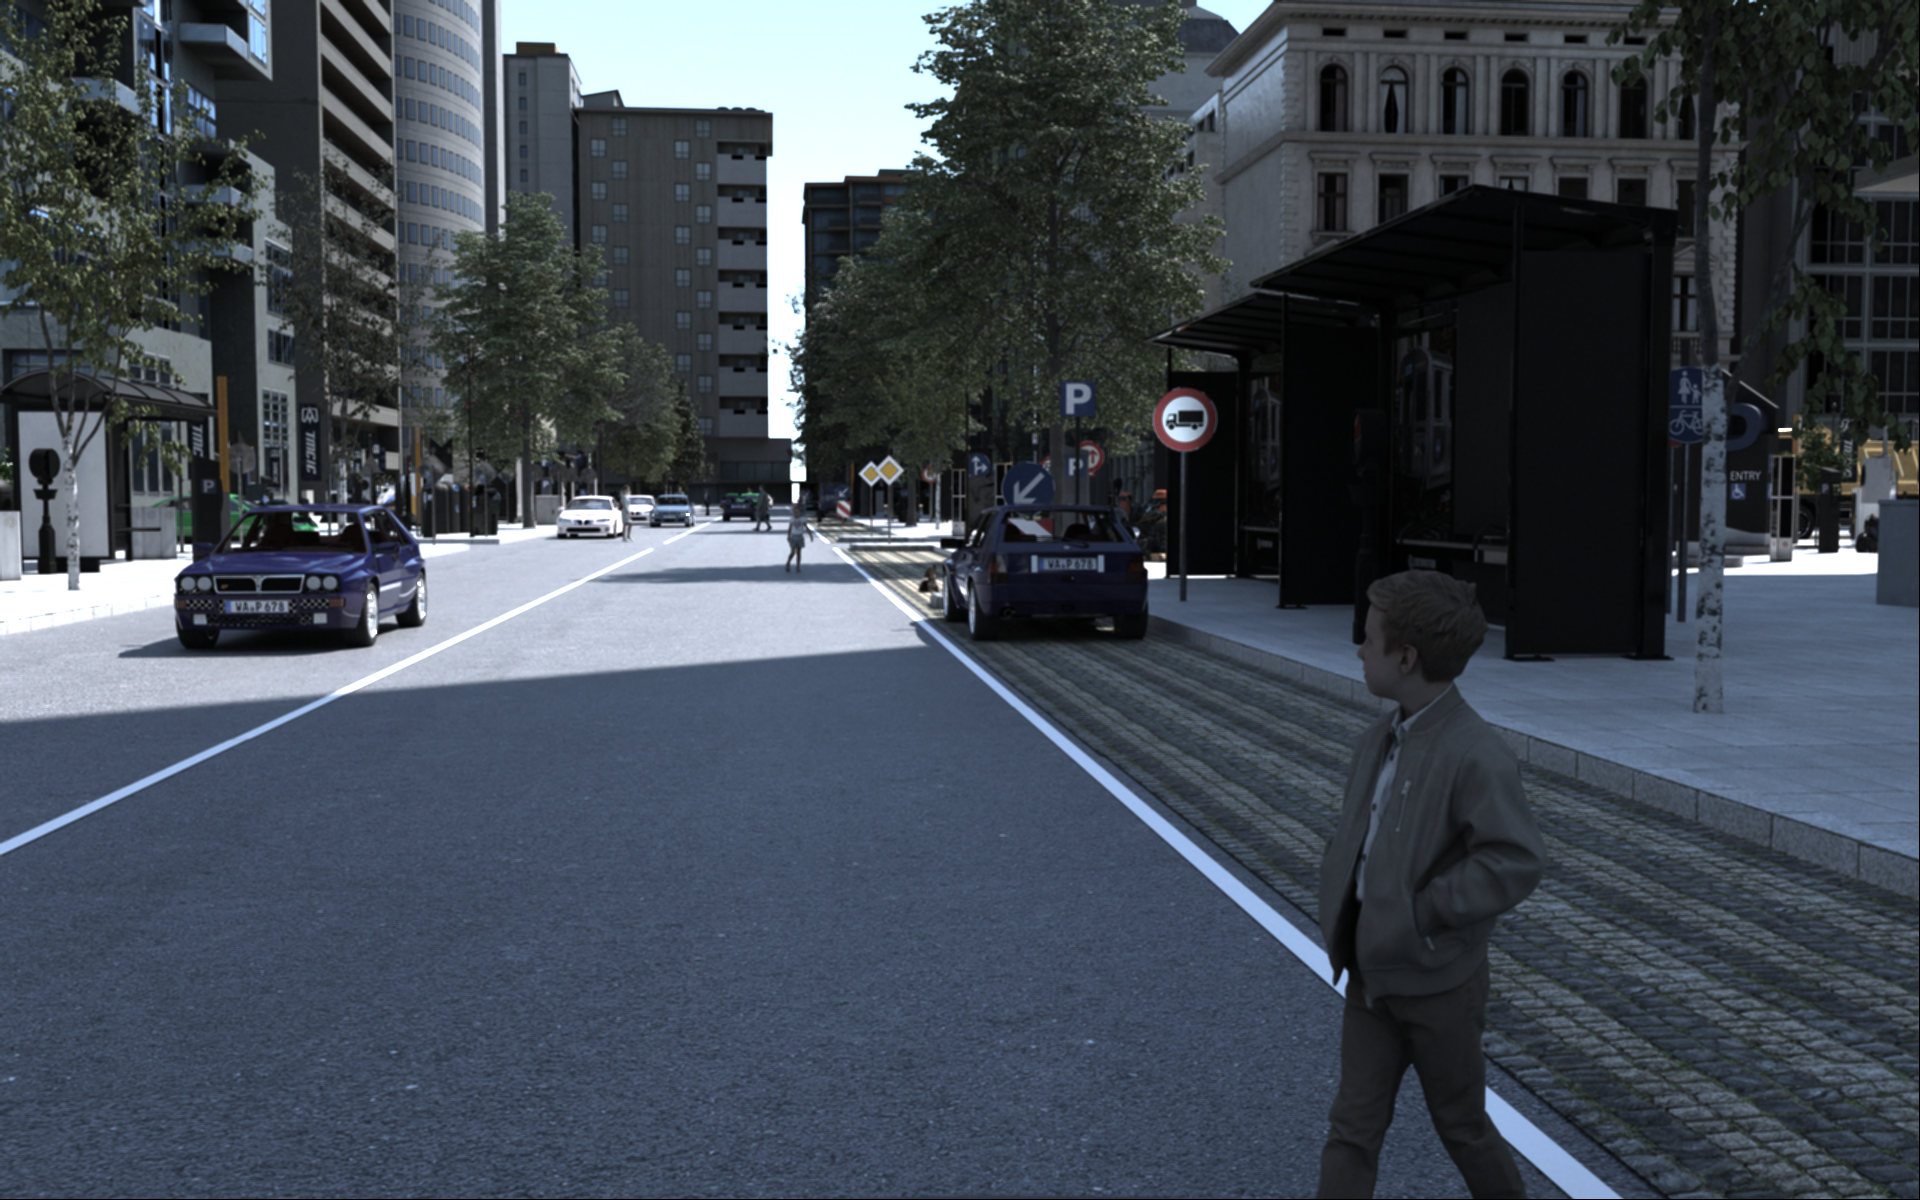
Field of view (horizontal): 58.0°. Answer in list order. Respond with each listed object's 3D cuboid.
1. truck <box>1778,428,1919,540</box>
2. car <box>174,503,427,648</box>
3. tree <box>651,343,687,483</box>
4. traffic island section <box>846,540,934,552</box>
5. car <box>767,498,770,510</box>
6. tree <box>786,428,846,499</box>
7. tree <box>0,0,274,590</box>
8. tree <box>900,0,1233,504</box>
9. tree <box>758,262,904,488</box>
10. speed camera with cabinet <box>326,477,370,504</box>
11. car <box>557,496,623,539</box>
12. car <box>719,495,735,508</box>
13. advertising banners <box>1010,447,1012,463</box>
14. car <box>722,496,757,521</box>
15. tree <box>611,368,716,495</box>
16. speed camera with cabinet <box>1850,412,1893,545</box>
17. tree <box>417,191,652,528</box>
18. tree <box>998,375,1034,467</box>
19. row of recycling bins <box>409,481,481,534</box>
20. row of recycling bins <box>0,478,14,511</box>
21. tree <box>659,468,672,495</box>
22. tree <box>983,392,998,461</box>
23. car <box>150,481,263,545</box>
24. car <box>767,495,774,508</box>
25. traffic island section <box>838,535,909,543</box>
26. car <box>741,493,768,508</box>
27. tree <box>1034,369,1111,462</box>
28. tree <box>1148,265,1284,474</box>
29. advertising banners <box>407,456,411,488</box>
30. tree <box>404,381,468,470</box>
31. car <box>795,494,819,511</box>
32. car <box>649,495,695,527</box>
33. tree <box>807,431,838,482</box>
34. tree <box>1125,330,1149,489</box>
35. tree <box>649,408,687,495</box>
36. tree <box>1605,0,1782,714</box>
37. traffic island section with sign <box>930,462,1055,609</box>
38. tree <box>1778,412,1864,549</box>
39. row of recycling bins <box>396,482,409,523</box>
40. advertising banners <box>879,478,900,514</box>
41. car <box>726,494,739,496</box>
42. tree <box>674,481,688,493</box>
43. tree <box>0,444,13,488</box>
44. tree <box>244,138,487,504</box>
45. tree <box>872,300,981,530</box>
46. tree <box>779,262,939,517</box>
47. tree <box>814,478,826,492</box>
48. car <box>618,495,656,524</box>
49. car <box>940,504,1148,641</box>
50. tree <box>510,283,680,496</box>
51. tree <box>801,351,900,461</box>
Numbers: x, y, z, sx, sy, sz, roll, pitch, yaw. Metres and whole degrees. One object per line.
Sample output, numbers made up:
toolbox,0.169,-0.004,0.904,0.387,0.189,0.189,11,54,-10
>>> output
truck,26.275,-3.416,51.773,9.791,3.379,3.469,0,4,-8
car,-6.519,-0.294,17.381,1.945,1.354,3.894,0,4,-7
tree,-22.424,-12.053,115.198,7.486,12.596,7.792,0,3,0
traffic island section,-1.785,-1.348,44.326,2.009,0.180,2.903,0,4,-6
car,-18.108,-8.785,155.638,2.014,1.417,4.499,0,4,-5
tree,-15.900,-15.879,194.027,8.767,10.594,7.601,1,4,22
tree,-11.628,-4.431,22.816,4.737,8.622,4.395,0,3,0
tree,1.731,-7.168,35.329,7.486,12.596,7.792,0,3,0
tree,-9.957,-17.500,142.008,12.611,20.169,13.585,0,3,0
speed camera with cabinet,-30.613,-5.647,86.657,2.038,3.252,0.660,-2,4,-30
car,-12.148,-2.744,57.226,2.083,1.381,4.827,0,4,-5
car,-23.599,-10.046,176.828,1.945,1.354,3.894,0,4,-5
advertising banners,2.005,-4.168,64.342,0.090,3.025,2.074,0,4,-5
car,-11.810,-4.921,93.036,1.945,1.354,3.894,0,4,-4
tree,-26.715,-14.612,155.921,9.611,12.733,9.660,0,3,0
speed camera with cabinet,22.436,-2.956,42.660,0.660,3.252,2.038,1,4,19
tree,-16.246,-8.972,64.821,7.486,12.596,7.792,0,3,0
tree,4.693,-9.350,103.233,4.360,8.622,3.978,0,3,0
row of recycling bins,-16.623,-3.043,56.860,1.069,1.692,3.534,1,4,11
row of recycling bins,-22.175,-2.052,40.661,3.534,1.692,1.069,0,4,-5
tree,-28.085,-13.221,166.528,4.360,8.622,3.978,0,3,0
tree,3.366,-10.306,118.862,4.360,8.622,3.978,0,3,0
car,-19.363,-2.250,45.591,4.718,1.807,1.959,0,4,-6
car,-20.492,-10.291,180.611,2.083,1.381,4.827,0,4,-5
traffic island section,-2.649,-1.834,52.264,2.009,0.180,2.903,0,4,-6
car,-13.054,-6.108,108.665,1.959,1.807,4.718,0,4,-5
tree,6.600,-8.875,95.461,4.360,8.622,3.978,0,3,0
tree,8.927,-6.473,56.204,4.360,8.622,3.978,0,3,0
advertising banners,-25.636,-5.061,78.940,2.074,3.025,0.090,1,4,13
tree,-34.365,-10.016,114.120,4.737,8.622,4.395,0,3,0
car,-11.404,-7.380,130.454,2.009,1.686,4.222,0,4,-7
car,-12.606,-3.916,76.027,2.014,1.417,4.499,0,4,-5
tree,-13.475,-13.823,176.373,4.360,8.622,3.978,0,3,0
tree,8.633,-7.536,73.568,4.360,8.622,3.978,0,3,0
tree,-25.127,-12.014,146.791,4.737,8.622,4.395,0,3,0
tree,4.581,-3.634,9.773,4.737,8.622,4.395,0,3,0
traffic island section with sign,0.651,-0.817,21.987,1.989,1.847,2.006,0,4,-6
tree,20.282,-2.852,41.230,1.663,3.219,1.824,0,3,0
row of recycling bins,-20.328,-3.365,62.130,1.069,1.692,3.534,-2,4,-26
advertising banners,-4.379,-6.948,109.789,2.074,3.025,0.090,-3,5,-40
car,-25.201,-11.179,191.572,1.959,1.807,4.718,0,4,-5
tree,-31.366,-12.233,194.618,1.663,3.219,1.824,0,3,0
tree,-31.683,-3.808,56.856,1.663,3.219,1.824,0,3,0
tree,-13.032,-5.302,37.057,4.360,8.622,3.978,0,3,0
tree,-0.901,-6.842,62.221,4.737,8.622,4.395,0,3,0
tree,-5.143,-11.547,95.445,9.857,13.997,8.962,0,3,0
tree,-16.158,-12.675,201.837,1.663,3.219,1.824,0,3,0
car,-15.282,-4.288,82.472,2.083,1.381,4.827,0,4,-6
car,0.810,-0.346,18.237,1.945,1.354,3.894,0,4,-6
tree,-21.094,-11.696,101.598,12.009,13.543,11.850,0,3,0
tree,-6.572,-11.594,115.311,9.928,11.665,9.643,0,3,0
